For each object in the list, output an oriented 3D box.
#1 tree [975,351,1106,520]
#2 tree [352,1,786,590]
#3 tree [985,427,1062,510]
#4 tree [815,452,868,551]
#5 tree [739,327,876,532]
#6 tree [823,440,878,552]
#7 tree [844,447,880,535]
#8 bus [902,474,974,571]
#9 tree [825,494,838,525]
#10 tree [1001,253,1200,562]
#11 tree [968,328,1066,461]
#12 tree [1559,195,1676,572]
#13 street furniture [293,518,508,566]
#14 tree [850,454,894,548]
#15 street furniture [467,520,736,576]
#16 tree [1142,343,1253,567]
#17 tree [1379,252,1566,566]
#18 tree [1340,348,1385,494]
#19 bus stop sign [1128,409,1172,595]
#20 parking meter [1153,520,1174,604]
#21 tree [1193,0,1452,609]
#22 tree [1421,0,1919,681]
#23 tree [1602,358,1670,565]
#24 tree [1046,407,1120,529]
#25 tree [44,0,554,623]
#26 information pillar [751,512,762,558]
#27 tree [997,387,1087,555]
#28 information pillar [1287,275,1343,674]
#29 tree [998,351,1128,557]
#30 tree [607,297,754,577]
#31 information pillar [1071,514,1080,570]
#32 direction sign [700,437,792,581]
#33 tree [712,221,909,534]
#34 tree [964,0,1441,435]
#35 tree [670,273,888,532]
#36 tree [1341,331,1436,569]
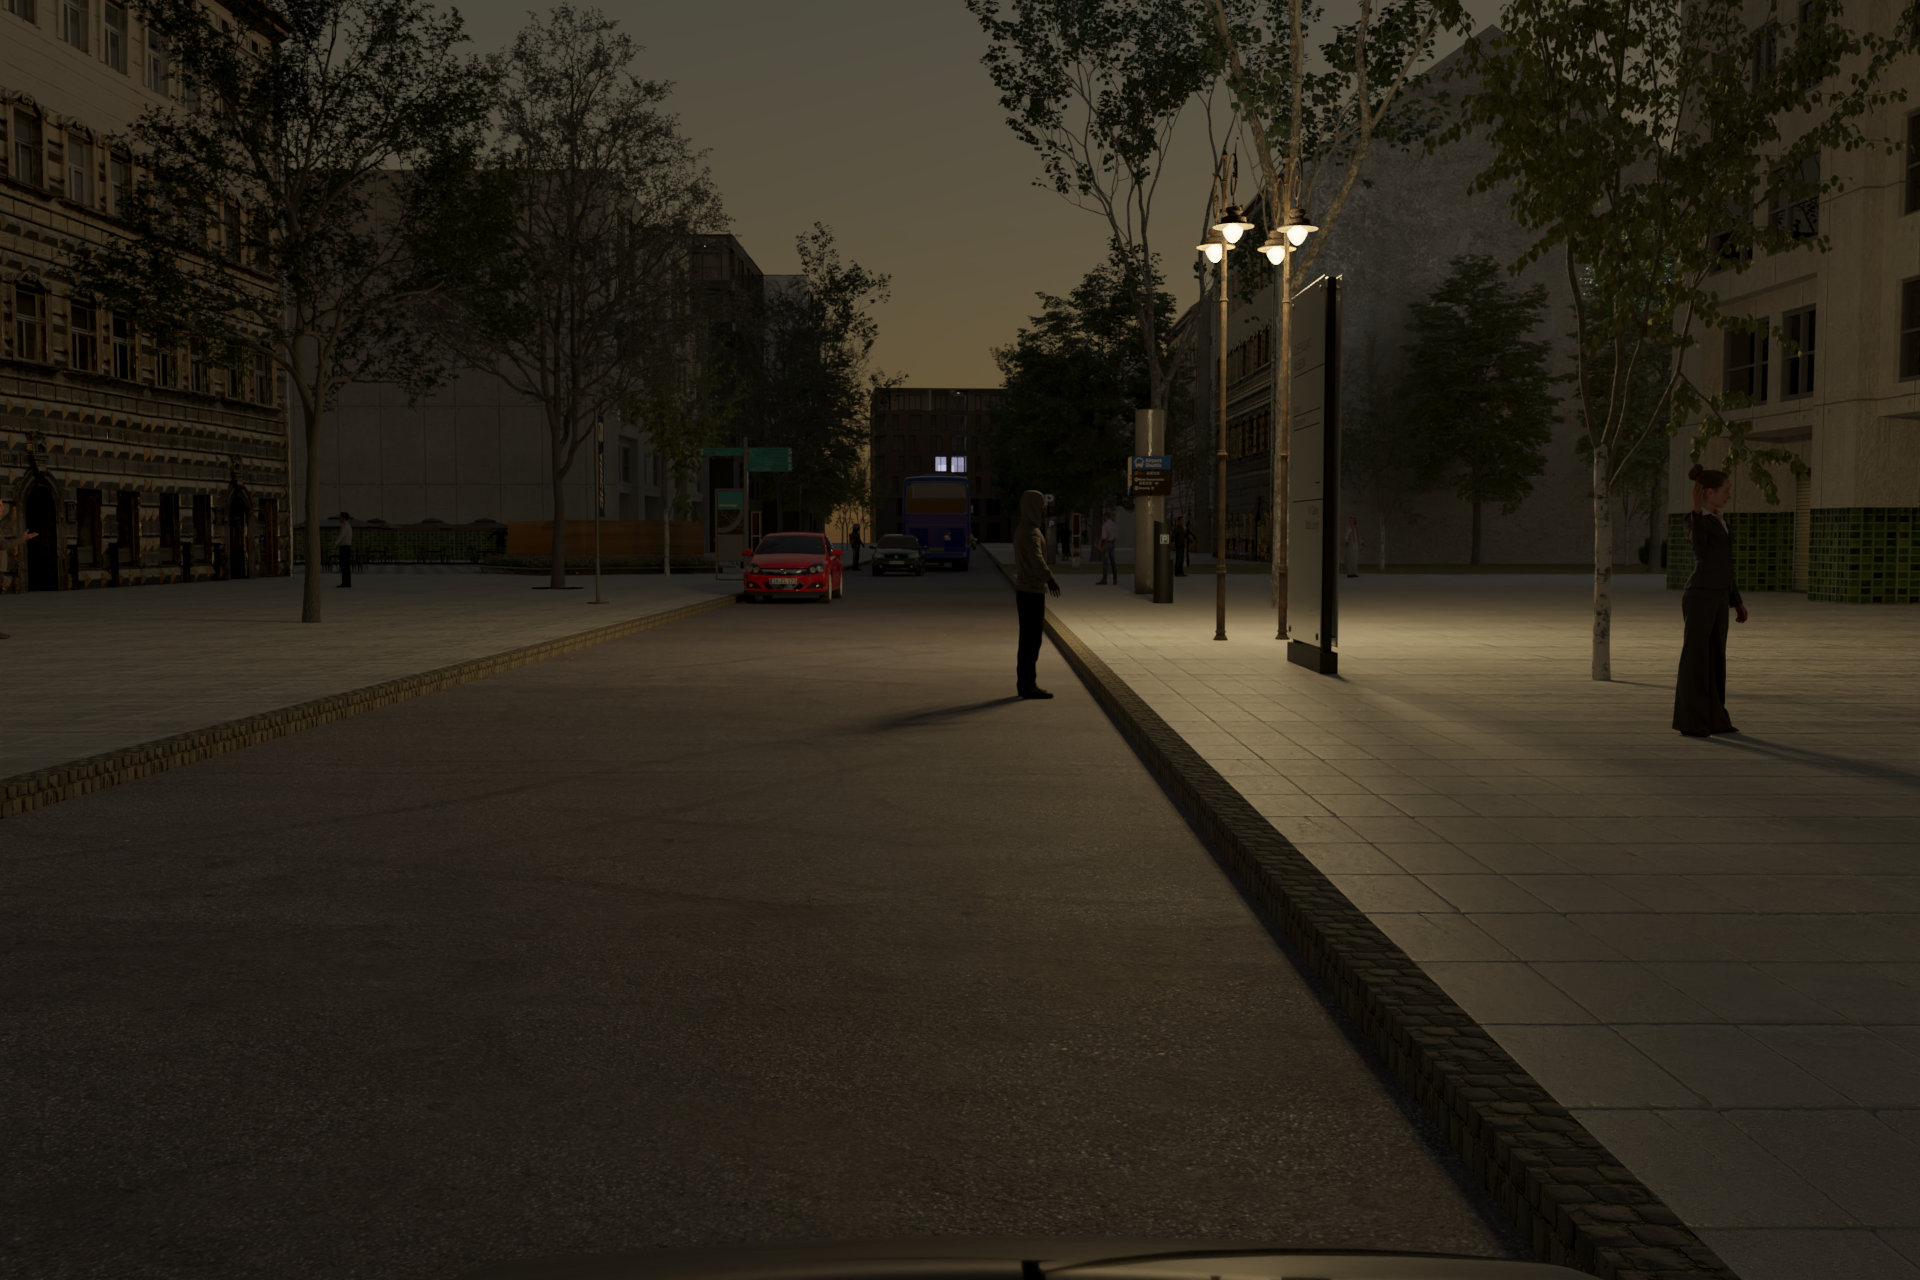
[{"bbox_3d":[6.172,-13.079,120.504,9.857,13.997,8.962,0,3,0],"label":"tree"},{"bbox_3d":[-9.225,-7.923,39.917,12.009,13.543,11.850,0,3,0],"label":"tree"},{"bbox_3d":[7.131,-14.056,140.184,12.009,13.543,11.850,0,3,0],"label":"tree"},{"bbox_3d":[-8.583,-11.272,134.656,4.360,8.622,3.978,0,3,0],"label":"tree"},{"bbox_3d":[-8.564,-10.865,95.765,7.486,12.596,7.792,0,3,0],"label":"tree"},{"bbox_3d":[-8.702,-10.698,125.276,4.360,8.622,3.978,0,3,0],"label":"tree"},{"bbox_3d":[-8.029,-11.657,140.949,4.360,8.622,3.978,0,3,0],"label":"tree"},{"bbox_3d":[-0.860,-4.793,69.919,2.896,3.916,12.251,0,3,0],"label":"bus"},{"bbox_3d":[-20.105,-20.061,246.118,7.486,12.596,7.792,0,3,0],"label":"tree"},{"bbox_3d":[6.304,-10.598,79.939,9.857,13.997,8.962,0,3,0],"label":"tree"},{"bbox_3d":[7.205,-18.441,157.402,12.611,20.169,13.585,0,3,0],"label":"tree"},{"bbox_3d":[23.788,-8.572,58.279,7.486,12.596,7.792,0,3,0],"label":"tree"},{"bbox_3d":[-32.991,-4.003,70.475,27.439,1.986,14.083,1,4,14],"label":"street furniture"},{"bbox_3d":[-8.373,-12.530,155.224,4.737,8.622,4.395,0,3,0],"label":"tree"},{"bbox_3d":[-12.619,-3.049,56.713,9.812,1.723,11.010,-2,4,-34],"label":"street furniture"},{"bbox_3d":[8.611,-7.134,66.997,4.360,8.622,3.978,0,3,0],"label":"tree"},{"bbox_3d":[20.962,-9.335,70.751,7.486,12.596,7.792,0,3,0],"label":"tree"},{"bbox_3d":[14.020,-7.175,67.673,4.360,8.622,3.978,0,3,0],"label":"tree"},{"bbox_3d":[4.034,-2.929,36.907,0.837,3.901,0.837,0,3,0],"label":"bus stop sign"},{"bbox_3d":[3.768,-1.447,32.075,0.372,1.533,0.369,0,3,0],"label":"parking meter"},{"bbox_3d":[6.882,-10.558,28.509,12.611,20.169,13.585,0,3,0],"label":"tree"},{"bbox_3d":[5.665,-3.937,14.736,4.737,8.622,4.395,0,3,0],"label":"tree"},{"bbox_3d":[27.859,-7.479,72.637,4.360,8.622,3.978,0,3,0],"label":"tree"},{"bbox_3d":[5.870,-8.468,88.818,4.360,8.622,3.978,0,3,0],"label":"tree"},{"bbox_3d":[-9.191,-5.546,25.095,8.767,10.594,7.601,3,4,38],"label":"tree"},{"bbox_3d":[-6.639,-3.181,56.502,0.304,2.012,0.304,0,4,1],"label":"information pillar"},{"bbox_3d":[5.904,-11.211,109.062,9.928,11.665,9.643,0,3,0],"label":"tree"},{"bbox_3d":[3.385,-1.545,16.584,0.184,3.620,1.656,0,4,0],"label":"information pillar"},{"bbox_3d":[6.004,-10.521,97.774,9.928,11.665,9.643,0,3,0],"label":"tree"},{"bbox_3d":[-8.612,-6.219,52.039,4.737,8.622,4.395,0,3,0],"label":"tree"},{"bbox_3d":[4.173,-3.538,62.341,0.304,2.012,0.304,0,4,0],"label":"information pillar"},{"bbox_3d":[-5.887,-3.640,48.273,2.525,3.948,1.411,0,4,0],"label":"direction sign"},{"bbox_3d":[-9.473,-15.409,107.820,12.611,20.169,13.585,0,3,0],"label":"tree"},{"bbox_3d":[6.871,-11.868,49.936,12.611,20.169,13.585,0,3,0],"label":"tree"},{"bbox_3d":[-8.520,-10.491,81.895,12.009,13.543,11.850,0,3,0],"label":"tree"},{"bbox_3d":[15.399,-6.871,62.710,4.360,8.622,3.978,0,3,0],"label":"tree"}]
